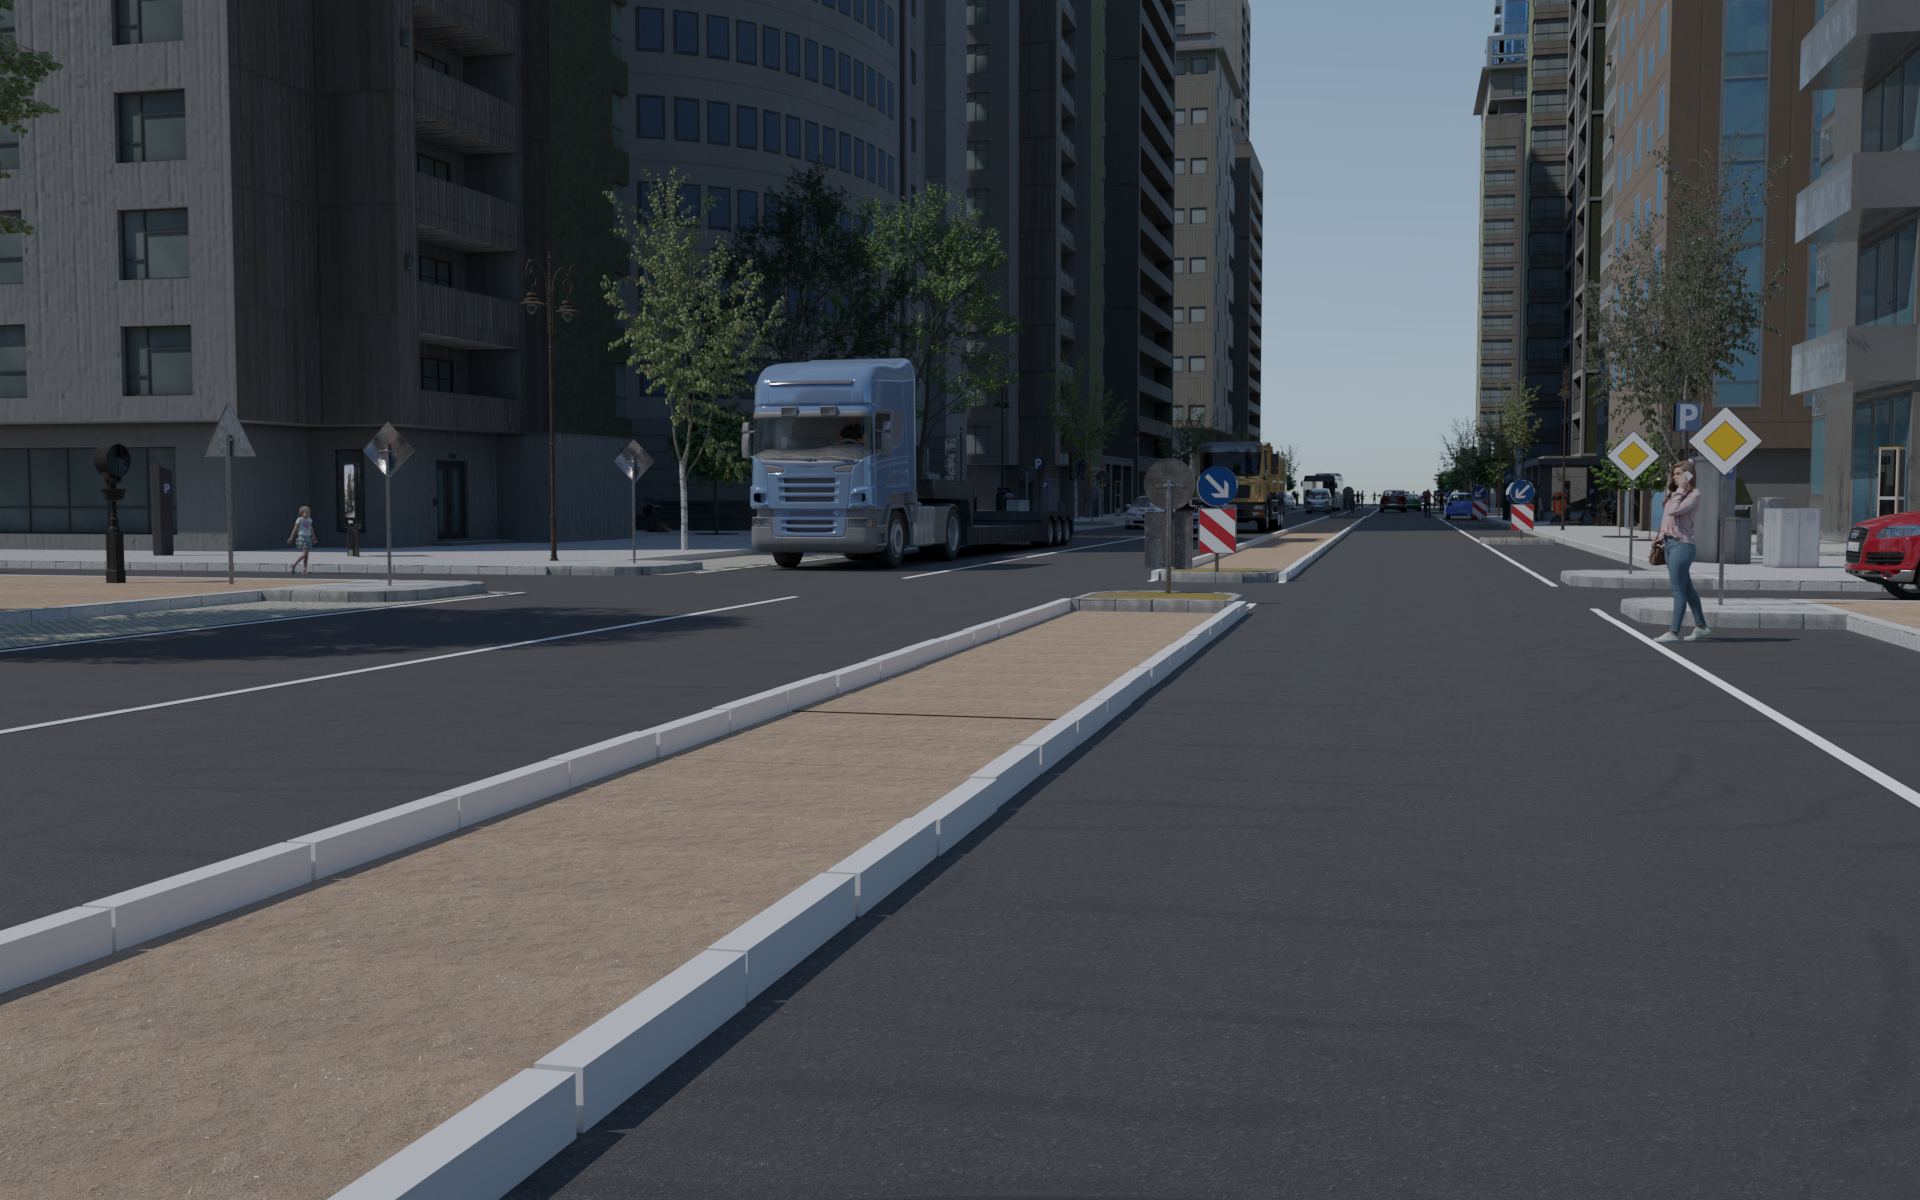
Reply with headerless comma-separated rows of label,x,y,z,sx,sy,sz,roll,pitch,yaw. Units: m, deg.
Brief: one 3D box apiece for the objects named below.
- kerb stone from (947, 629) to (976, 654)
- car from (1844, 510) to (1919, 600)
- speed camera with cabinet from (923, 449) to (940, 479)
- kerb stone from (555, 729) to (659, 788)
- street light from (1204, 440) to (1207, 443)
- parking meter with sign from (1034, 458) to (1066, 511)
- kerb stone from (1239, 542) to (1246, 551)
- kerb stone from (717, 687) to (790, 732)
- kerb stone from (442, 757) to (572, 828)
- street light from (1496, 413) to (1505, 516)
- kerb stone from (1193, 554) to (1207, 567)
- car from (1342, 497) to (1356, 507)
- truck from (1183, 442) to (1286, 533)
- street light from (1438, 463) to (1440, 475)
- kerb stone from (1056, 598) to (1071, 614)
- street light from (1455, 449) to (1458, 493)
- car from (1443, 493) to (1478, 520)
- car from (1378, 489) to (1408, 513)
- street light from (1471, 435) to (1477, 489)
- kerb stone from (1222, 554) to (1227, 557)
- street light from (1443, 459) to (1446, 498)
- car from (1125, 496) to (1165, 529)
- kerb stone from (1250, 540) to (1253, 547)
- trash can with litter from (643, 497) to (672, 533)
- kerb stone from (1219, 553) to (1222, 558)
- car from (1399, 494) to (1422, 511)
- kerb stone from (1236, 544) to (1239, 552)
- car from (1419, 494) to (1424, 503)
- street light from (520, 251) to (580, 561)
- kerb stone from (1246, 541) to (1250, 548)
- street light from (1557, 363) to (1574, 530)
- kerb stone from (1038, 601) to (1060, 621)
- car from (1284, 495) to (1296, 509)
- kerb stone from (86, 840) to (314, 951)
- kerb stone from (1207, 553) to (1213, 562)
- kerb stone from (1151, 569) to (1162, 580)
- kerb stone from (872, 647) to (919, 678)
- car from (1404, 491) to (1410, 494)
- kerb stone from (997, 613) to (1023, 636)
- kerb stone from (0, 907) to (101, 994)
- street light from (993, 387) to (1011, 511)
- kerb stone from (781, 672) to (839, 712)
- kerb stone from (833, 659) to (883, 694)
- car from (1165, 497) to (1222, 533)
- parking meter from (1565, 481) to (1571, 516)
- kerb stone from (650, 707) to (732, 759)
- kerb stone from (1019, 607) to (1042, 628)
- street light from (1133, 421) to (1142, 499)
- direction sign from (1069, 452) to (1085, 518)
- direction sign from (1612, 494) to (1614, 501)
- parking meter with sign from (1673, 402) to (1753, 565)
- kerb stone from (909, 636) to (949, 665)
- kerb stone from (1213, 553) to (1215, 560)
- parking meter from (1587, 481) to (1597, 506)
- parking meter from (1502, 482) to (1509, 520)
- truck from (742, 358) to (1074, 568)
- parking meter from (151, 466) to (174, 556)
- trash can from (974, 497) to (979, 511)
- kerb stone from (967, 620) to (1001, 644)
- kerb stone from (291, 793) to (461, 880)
kerb stone,-0.055,0.398,15.824,0.120,0.150,1.000,1,4,14
car,14.332,-0.832,22.271,5.304,1.827,2.281,1,4,13
speed camera with cabinet,-0.980,-4.919,74.761,0.660,3.252,2.038,-1,4,-22
kerb stone,-1.817,0.816,8.860,0.120,0.150,1.000,1,4,14
street light,20.447,-10.496,144.403,0.468,5.910,1.993,1,4,14
parking meter with sign,4.422,-5.400,84.543,1.738,3.016,0.543,-3,5,-44
kerb stone,7.136,-1.345,44.190,0.120,0.150,1.000,1,4,14
kerb stone,-1.306,0.694,10.844,0.120,0.150,1.000,1,4,14
kerb stone,-2.063,0.878,7.868,0.120,0.150,1.000,1,4,14
street light,30.893,-7.727,99.127,0.468,5.910,1.993,1,4,14
kerb stone,4.864,-0.798,35.244,0.120,0.150,1.000,1,4,14
car,42.745,-11.088,191.083,2.009,1.686,4.222,1,4,16
truck,10.790,-4.316,66.491,3.469,3.379,9.791,1,4,15
street light,70.299,-17.226,254.433,0.468,5.910,1.993,1,4,14
kerb stone,1.204,0.086,20.794,0.120,0.150,1.000,1,4,14
street light,49.603,-12.259,173.219,0.468,5.910,1.993,1,4,14
car,28.381,-5.416,98.145,1.945,1.707,3.694,1,4,13
car,33.993,-7.783,135.924,2.281,1.827,5.304,1,4,13
street light,40.142,-9.953,135.518,0.468,5.910,1.993,1,4,14
kerb stone,5.877,-1.038,39.220,0.120,0.150,1.000,1,4,14
street light,60.783,-14.956,217.317,0.468,5.910,1.993,1,4,14
car,8.032,-3.669,72.357,2.083,1.381,4.827,1,4,13
kerb stone,7.637,-1.464,46.175,0.120,0.150,1.000,1,4,14
trash can with litter,-10.108,-2.854,58.047,1.055,1.170,0.624,2,4,32
kerb stone,5.620,-0.980,38.225,0.120,0.150,1.000,1,4,14
car,37.597,-8.311,144.673,1.959,1.807,4.718,1,4,13
kerb stone,6.637,-1.223,42.194,0.120,0.150,1.000,1,4,14
car,65.528,-14.369,244.519,1.945,1.707,3.694,1,4,15
street light,-7.797,-3.688,33.089,0.468,5.910,1.993,1,4,14
kerb stone,7.388,-1.406,45.184,0.120,0.150,1.000,1,4,14
street light,21.412,-5.417,61.353,0.468,5.910,1.993,1,4,14
kerb stone,0.956,0.149,19.802,0.120,0.150,1.000,1,4,14
car,30.715,-9.248,163.564,2.083,1.381,4.827,1,4,13
kerb stone,-2.560,0.998,5.882,0.120,0.150,1.000,1,4,14
kerb stone,5.130,-0.859,36.240,0.120,0.150,1.000,1,4,14
kerb stone,3.364,-0.432,29.282,0.120,0.150,1.000,1,4,14
kerb stone,-0.543,0.512,13.828,0.120,0.150,1.000,1,4,14
car,51.836,-11.862,202.608,2.281,1.827,5.304,1,4,16
kerb stone,0.460,0.268,17.806,0.120,0.150,1.000,1,4,14
kerb stone,-2.805,1.058,4.890,0.120,0.150,1.000,1,4,14
street light,1.719,-5.976,70.490,0.468,5.910,1.993,1,4,14
kerb stone,-1.058,0.634,11.837,0.120,0.150,1.000,1,4,14
kerb stone,-0.795,0.577,12.836,0.120,0.150,1.000,1,4,14
car,7.601,-2.633,55.636,1.945,1.354,3.894,1,4,13
parking meter,26.335,-4.253,75.253,0.255,1.863,0.399,2,4,34
kerb stone,-1.555,0.760,9.853,0.120,0.150,1.000,1,4,14
kerb stone,0.707,0.208,18.798,0.120,0.150,1.000,1,4,14
street light,10.893,-8.193,106.743,0.468,5.910,1.993,1,4,14
direction sign,6.268,-6.165,92.799,0.876,3.537,0.379,0,4,-8
direction sign,27.628,-4.971,73.281,0.379,3.537,0.876,1,4,22
parking meter with sign,14.036,-2.199,32.219,0.543,3.016,1.738,-1,4,-15
kerb stone,-0.304,0.450,14.832,0.120,0.150,1.000,1,4,14
kerb stone,5.372,-0.917,37.233,0.120,0.150,1.000,1,4,14
parking meter,27.482,-4.258,75.334,0.399,1.863,0.255,2,4,28
parking meter,26.704,-4.833,84.733,0.255,1.863,0.399,1,4,9
truck,-0.459,-3.090,40.278,2.967,4.110,18.799,1,4,16
parking meter,-16.623,-1.859,36.103,0.255,1.863,0.399,1,4,12
trash can,0.409,-3.737,72.758,0.748,1.137,0.748,0,3,0
kerb stone,0.201,0.329,16.817,0.120,0.150,1.000,1,4,14
kerb stone,-2.308,0.937,6.875,0.120,0.150,1.000,1,4,14
